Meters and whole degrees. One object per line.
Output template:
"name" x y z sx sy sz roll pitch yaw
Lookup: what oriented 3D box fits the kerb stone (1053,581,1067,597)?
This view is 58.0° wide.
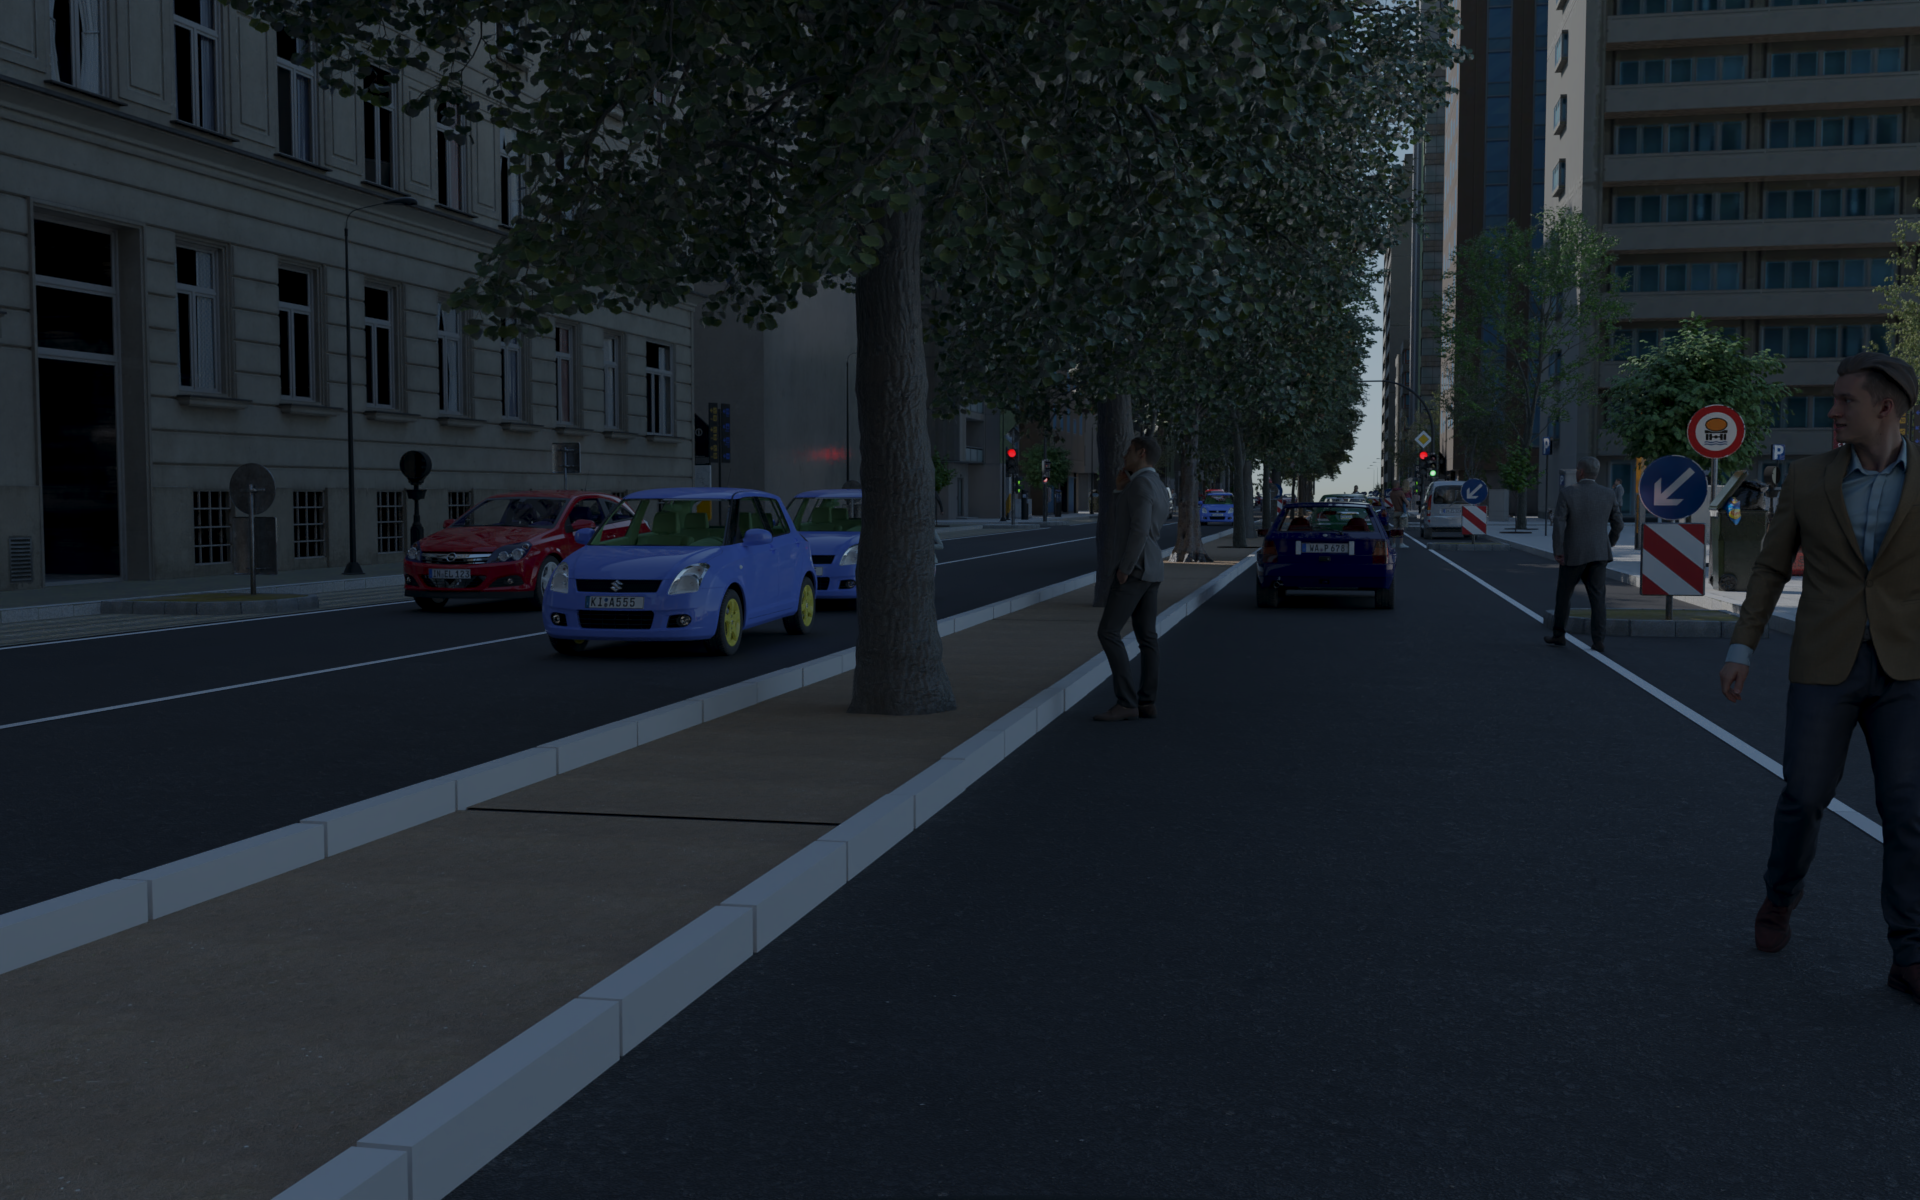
"kerb stone" 1.323 -0.129 24.304 0.120 0.150 1.000 1 4 12

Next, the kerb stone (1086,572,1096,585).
"kerb stone" 1.984 -0.313 27.308 0.120 0.150 1.000 1 4 12

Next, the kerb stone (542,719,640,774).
"kerb stone" -1.988 0.790 9.289 0.120 0.150 1.000 1 4 12

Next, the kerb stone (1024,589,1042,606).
"kerb stone" 0.879 -0.006 22.301 0.120 0.150 1.000 1 4 12

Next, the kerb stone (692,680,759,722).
"kerb stone" -1.546 0.667 11.285 0.120 0.150 1.000 1 4 12

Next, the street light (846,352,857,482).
"street light" -3.065 -5.059 55.259 1.470 5.913 1.316 1 4 12

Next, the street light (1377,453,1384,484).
"street light" 48.394 -13.690 196.378 1.470 5.913 1.316 1 4 12

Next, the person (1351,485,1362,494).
"person" 15.664 -3.645 68.377 0.520 1.790 0.573 0 4 4

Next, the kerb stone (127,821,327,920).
"kerb stone" -2.648 0.980 6.286 0.120 0.150 1.000 1 4 12

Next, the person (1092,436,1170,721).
"person" 1.097 -0.146 11.061 0.473 1.802 0.592 2 4 35

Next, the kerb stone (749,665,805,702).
"kerb stone" -1.331 0.606 12.295 0.120 0.150 1.000 1 4 12

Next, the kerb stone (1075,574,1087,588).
"kerb stone" 1.766 -0.251 26.306 0.120 0.150 1.000 1 4 12

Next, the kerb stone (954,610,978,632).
"kerb stone" -0.003 0.239 18.293 0.120 0.150 1.000 1 4 12

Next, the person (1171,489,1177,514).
"person" 15.308 -7.083 124.501 0.606 1.804 0.583 0 4 5

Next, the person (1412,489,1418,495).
"person" 40.274 -8.954 153.366 0.541 1.710 0.530 0 4 8

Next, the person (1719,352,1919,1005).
"person" 2.627 0.201 5.125 0.656 1.842 0.836 0 4 -4

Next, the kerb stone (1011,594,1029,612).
"kerb stone" 0.666 0.055 21.292 0.120 0.150 1.000 1 4 12

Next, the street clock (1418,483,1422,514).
"street clock" 30.173 -6.665 113.535 0.358 2.002 0.471 1 4 20

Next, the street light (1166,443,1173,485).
"street light" 19.073 -11.189 155.474 1.470 5.913 1.316 1 4 12

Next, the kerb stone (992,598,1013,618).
"kerb stone" 0.437 0.116 20.291 0.120 0.150 1.000 1 4 12

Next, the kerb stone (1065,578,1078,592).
"kerb stone" 1.546 -0.188 25.308 0.120 0.150 1.000 1 4 12

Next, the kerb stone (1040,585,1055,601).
"kerb stone" 1.102 -0.066 23.304 0.120 0.150 1.000 1 4 12

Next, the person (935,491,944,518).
"person" -0.881 -2.583 50.505 0.659 1.850 0.755 1 4 16

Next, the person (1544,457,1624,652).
"person" 5.754 -0.438 16.056 0.661 1.777 0.834 0 4 -7

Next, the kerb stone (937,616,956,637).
"kerb stone" -0.230 0.300 17.289 0.120 0.150 1.000 1 4 12

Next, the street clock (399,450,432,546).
"street clock" -9.067 -1.488 28.900 0.471 2.002 0.358 0 4 6

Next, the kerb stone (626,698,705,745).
"kerb stone" -1.770 0.731 10.288 0.120 0.150 1.000 1 4 12

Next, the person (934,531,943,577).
"person" -0.394 -0.367 18.778 0.425 1.301 0.394 0 4 -1

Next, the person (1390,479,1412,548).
"person" 11.831 -2.323 46.461 0.580 1.828 0.573 0 4 8

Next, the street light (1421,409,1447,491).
"street light" 25.744 -7.416 93.792 1.470 5.913 1.316 1 4 12

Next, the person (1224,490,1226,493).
"person" 20.200 -7.507 131.572 0.599 1.781 0.374 0 4 -1

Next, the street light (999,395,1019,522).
"street light" 2.537 -6.611 80.632 1.470 5.913 1.316 1 4 12

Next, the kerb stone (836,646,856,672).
"kerb stone" -0.887 0.485 14.291 0.120 0.150 1.000 1 4 12

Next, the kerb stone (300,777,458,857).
"kerb stone" -2.429 0.912 7.286 0.120 0.150 1.000 1 4 12

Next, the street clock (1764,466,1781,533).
"street clock" 21.076 -2.472 44.984 0.471 2.002 0.358 -3 4 -38

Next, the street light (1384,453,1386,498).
"street light" 42.246 -11.973 168.295 1.470 5.913 1.316 1 4 12

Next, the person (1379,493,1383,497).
"person" 66.026 -16.294 272.431 1.348 1.826 0.705 3 4 36

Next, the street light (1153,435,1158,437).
"street light" 15.039 -10.078 137.316 1.470 5.913 1.316 1 4 12

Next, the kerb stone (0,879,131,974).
"kerb stone" -2.868 1.037 5.285 0.120 0.150 1.000 1 4 12

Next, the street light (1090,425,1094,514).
"street light" 8.863 -8.359 109.206 1.470 5.913 1.316 1 4 12

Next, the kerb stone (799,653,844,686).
"kerb stone" -1.105 0.547 13.292 0.120 0.150 1.000 1 4 12

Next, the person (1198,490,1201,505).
"person" 27.045 -11.520 195.107 0.721 1.743 1.217 0 4 1

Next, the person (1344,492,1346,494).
"person" 55.086 -14.638 248.550 0.721 1.743 1.217 -1 4 -9

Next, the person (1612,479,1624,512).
"person" 22.239 -3.207 58.652 0.473 1.802 0.592 3 4 38

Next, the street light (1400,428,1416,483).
"street light" 31.900 -9.122 121.682 1.470 5.913 1.316 1 4 12

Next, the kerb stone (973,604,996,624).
"kerb stone" 0.212 0.181 19.294 0.120 0.150 1.000 1 4 12

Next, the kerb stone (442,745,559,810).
"kerb stone" -2.209 0.854 8.285 0.120 0.150 1.000 1 4 12

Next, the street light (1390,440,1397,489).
"street light" 38.044 -10.828 149.575 1.470 5.913 1.316 1 4 12

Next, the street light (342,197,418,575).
"street light" -9.158 -3.353 27.355 1.470 5.913 1.316 1 4 12

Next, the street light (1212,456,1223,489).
"street light" 31.375 -14.600 211.257 1.470 5.913 1.316 1 4 12

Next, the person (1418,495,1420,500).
"person" 40.572 -8.906 152.332 0.551 1.740 0.621 1 4 10
